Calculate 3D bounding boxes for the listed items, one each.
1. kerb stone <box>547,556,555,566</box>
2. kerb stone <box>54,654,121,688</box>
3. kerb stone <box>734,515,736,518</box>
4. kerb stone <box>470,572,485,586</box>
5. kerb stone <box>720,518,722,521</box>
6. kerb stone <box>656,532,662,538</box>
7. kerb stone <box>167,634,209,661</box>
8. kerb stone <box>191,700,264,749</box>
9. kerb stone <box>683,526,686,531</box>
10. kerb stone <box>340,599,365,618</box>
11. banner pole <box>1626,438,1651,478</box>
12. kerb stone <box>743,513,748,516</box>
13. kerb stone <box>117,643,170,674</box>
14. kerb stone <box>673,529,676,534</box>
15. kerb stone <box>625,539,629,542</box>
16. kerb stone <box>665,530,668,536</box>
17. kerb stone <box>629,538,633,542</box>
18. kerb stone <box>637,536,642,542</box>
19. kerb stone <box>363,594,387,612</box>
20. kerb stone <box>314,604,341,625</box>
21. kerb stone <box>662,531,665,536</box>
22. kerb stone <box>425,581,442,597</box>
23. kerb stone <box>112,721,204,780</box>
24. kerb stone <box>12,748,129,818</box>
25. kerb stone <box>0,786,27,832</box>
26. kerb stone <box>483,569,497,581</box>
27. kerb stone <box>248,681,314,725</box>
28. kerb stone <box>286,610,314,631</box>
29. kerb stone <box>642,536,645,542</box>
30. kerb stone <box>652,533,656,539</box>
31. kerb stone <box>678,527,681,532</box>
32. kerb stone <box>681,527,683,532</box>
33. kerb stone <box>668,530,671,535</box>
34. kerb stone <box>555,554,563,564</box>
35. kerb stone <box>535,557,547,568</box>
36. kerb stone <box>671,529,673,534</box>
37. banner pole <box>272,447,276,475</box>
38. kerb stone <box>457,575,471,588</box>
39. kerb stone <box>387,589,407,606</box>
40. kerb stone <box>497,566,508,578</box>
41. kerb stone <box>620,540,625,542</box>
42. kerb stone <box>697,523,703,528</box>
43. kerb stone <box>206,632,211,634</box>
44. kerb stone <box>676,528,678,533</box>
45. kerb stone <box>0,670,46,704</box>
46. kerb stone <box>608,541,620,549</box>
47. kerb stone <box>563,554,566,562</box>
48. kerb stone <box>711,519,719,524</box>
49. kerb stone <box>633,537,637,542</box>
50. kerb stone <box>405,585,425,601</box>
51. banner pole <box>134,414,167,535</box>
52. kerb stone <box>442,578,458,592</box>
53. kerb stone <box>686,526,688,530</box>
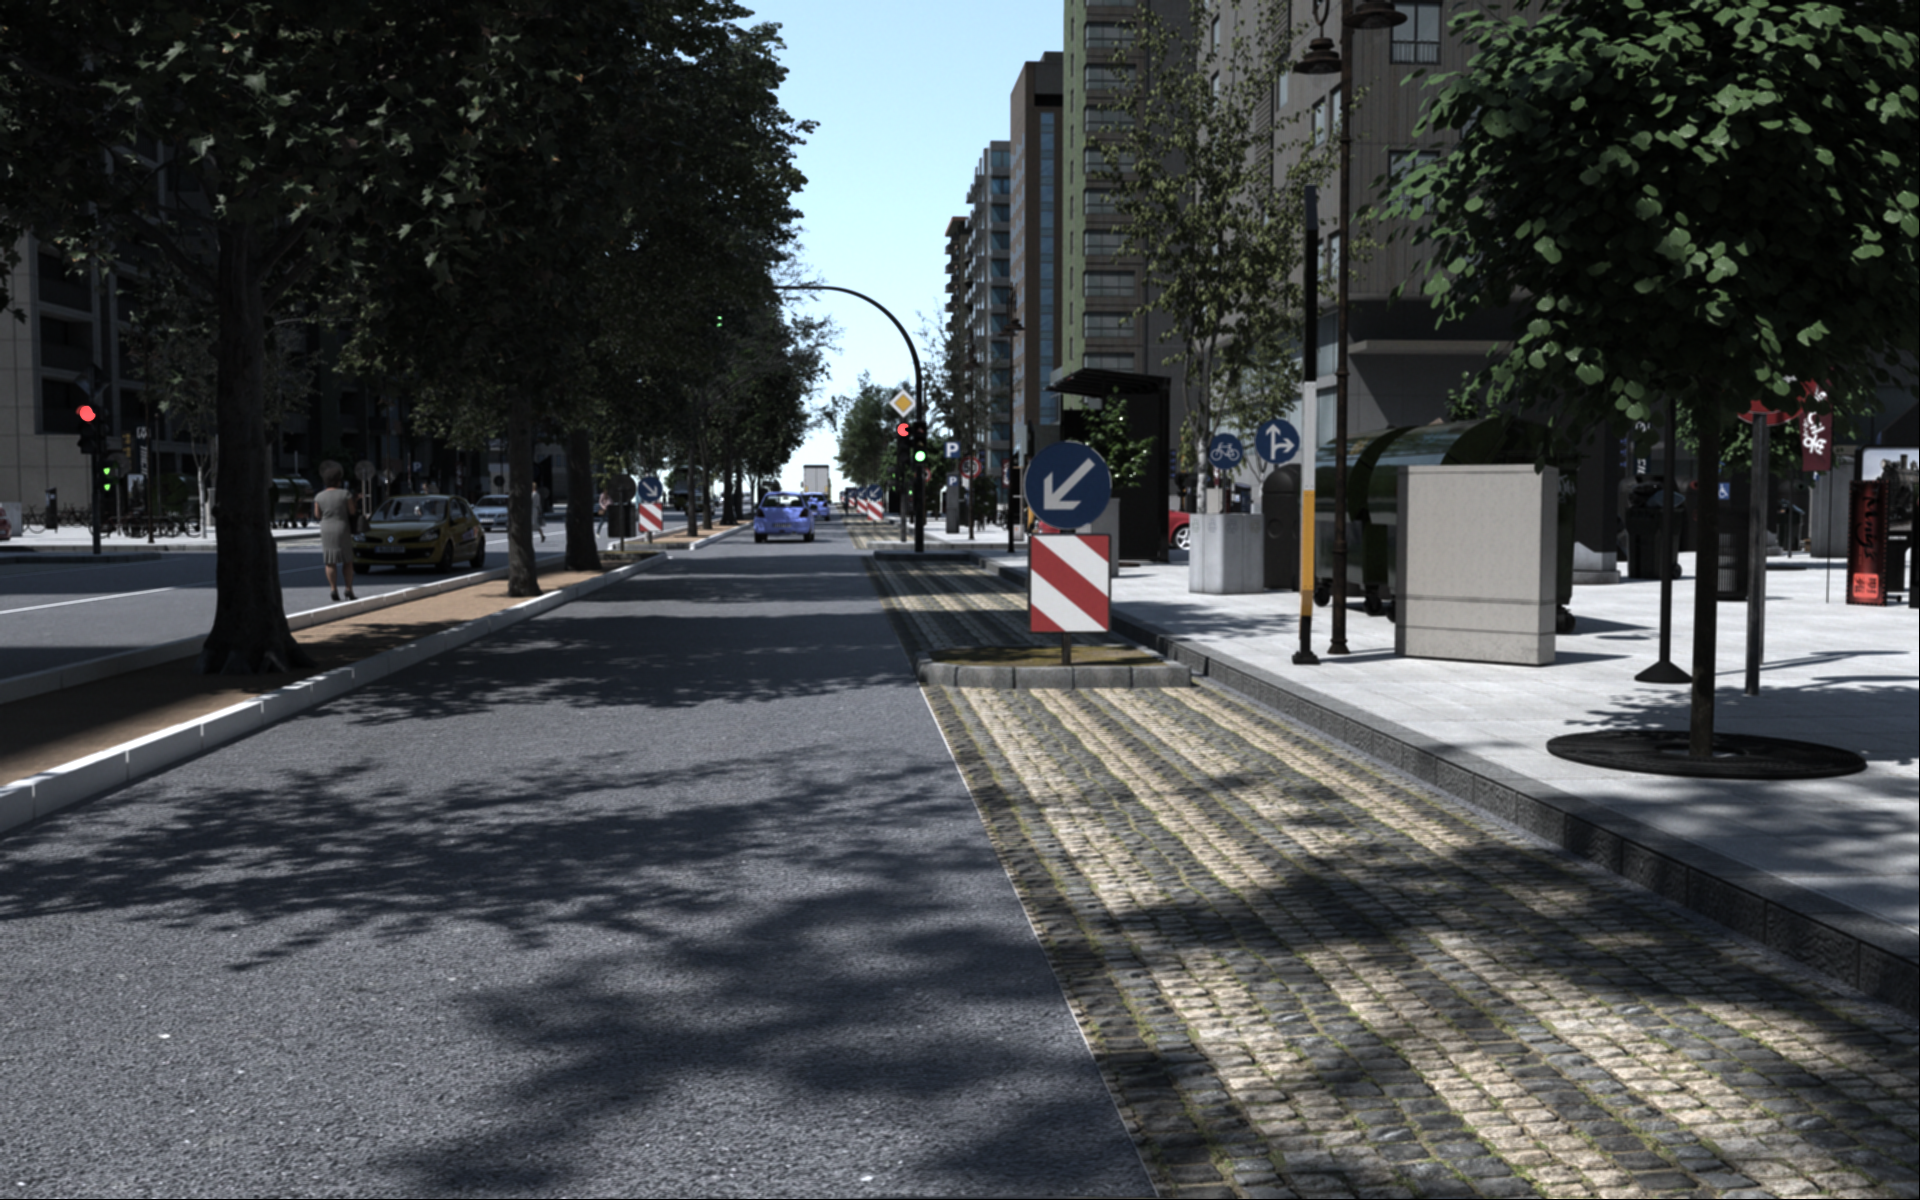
[{"bbox_3d":[-8.279,-0.759,34.608,0.120,0.150,1.000,0,4,-4],"label":"kerb stone"},{"bbox_3d":[-6.662,0.552,13.164,0.120,0.150,1.000,0,4,-4],"label":"kerb stone"},{"bbox_3d":[-13.690,-5.167,106.700,0.120,0.150,1.000,0,4,-4],"label":"kerb stone"},{"bbox_3d":[-7.736,-0.322,27.465,0.120,0.150,1.000,0,4,-4],"label":"kerb stone"},{"bbox_3d":[-12.232,-3.979,87.259,0.120,0.150,1.000,0,4,-4],"label":"kerb stone"},{"bbox_3d":[-9.935,-2.102,56.562,0.120,0.150,1.000,0,4,-4],"label":"kerb stone"},{"bbox_3d":[-6.829,0.432,15.202,0.120,0.150,1.000,0,4,-4],"label":"kerb stone"},{"bbox_3d":[-4.337,0.738,10.197,0.120,0.150,1.000,0,4,-4],"label":"kerb stone"},{"bbox_3d":[-10.619,-2.664,65.755,0.120,0.150,1.000,0,4,-4],"label":"kerb stone"},{"bbox_3d":[-7.204,0.115,20.312,0.120,0.150,1.000,0,4,-4],"label":"kerb stone"},{"bbox_3d":[19.308,-3.638,49.490,0.863,3.779,0.401,1,4,21],"label":"banner pole"},{"bbox_3d":[-14.528,-5.857,117.950,0.120,0.150,1.000,0,4,-4],"label":"kerb stone"},{"bbox_3d":[-6.742,0.490,14.183,0.120,0.150,1.000,0,4,-4],"label":"kerb stone"},{"bbox_3d":[-10.312,-2.408,61.673,0.120,0.150,1.000,0,4,-4],"label":"kerb stone"},{"bbox_3d":[-9.231,-1.539,47.366,0.120,0.150,1.000,0,4,-4],"label":"kerb stone"},{"bbox_3d":[-10.081,-2.227,58.607,0.120,0.150,1.000,0,4,-4],"label":"kerb stone"},{"bbox_3d":[-9.319,-1.602,48.387,0.120,0.150,1.000,0,4,-4],"label":"kerb stone"},{"bbox_3d":[-9.464,-1.725,50.437,0.120,0.150,1.000,0,4,-4],"label":"kerb stone"},{"bbox_3d":[-7.281,0.053,21.332,0.120,0.150,1.000,0,4,-4],"label":"kerb stone"},{"bbox_3d":[-7.123,0.178,19.289,0.120,0.150,1.000,0,4,-4],"label":"kerb stone"},{"bbox_3d":[-10.002,-2.162,57.583,0.120,0.150,1.000,0,4,-4],"label":"kerb stone"},{"bbox_3d":[-7.510,-0.133,24.403,0.120,0.150,1.000,0,4,-4],"label":"kerb stone"},{"bbox_3d":[-4.261,0.797,9.170,0.120,0.150,1.000,0,4,-4],"label":"kerb stone"},{"bbox_3d":[-4.186,0.859,8.147,0.120,0.150,1.000,0,4,-4],"label":"kerb stone"},{"bbox_3d":[-4.107,0.922,7.128,0.120,0.150,1.000,0,4,-4],"label":"kerb stone"},{"bbox_3d":[-7.821,-0.385,28.484,0.120,0.150,1.000,0,4,-4],"label":"kerb stone"},{"bbox_3d":[-4.414,0.671,11.221,0.120,0.150,1.000,0,4,-4],"label":"kerb stone"},{"bbox_3d":[-7.049,0.240,18.269,0.120,0.150,1.000,0,4,-4],"label":"kerb stone"},{"bbox_3d":[-9.537,-1.788,51.459,0.120,0.150,1.000,0,4,-4],"label":"kerb stone"},{"bbox_3d":[-9.774,-1.974,54.520,0.120,0.150,1.000,0,4,-4],"label":"kerb stone"},{"bbox_3d":[-10.456,-2.539,63.711,0.120,0.150,1.000,0,4,-4],"label":"kerb stone"},{"bbox_3d":[-10.541,-2.601,64.729,0.120,0.150,1.000,0,4,-4],"label":"kerb stone"},{"bbox_3d":[-10.156,-2.289,59.626,0.120,0.150,1.000,0,4,-4],"label":"kerb stone"},{"bbox_3d":[-8.352,-0.820,35.628,0.120,0.150,1.000,0,4,-4],"label":"kerb stone"},{"bbox_3d":[-8.193,-0.697,33.587,0.120,0.150,1.000,0,4,-4],"label":"kerb stone"},{"bbox_3d":[-10.231,-2.352,60.653,0.120,0.150,1.000,0,4,-4],"label":"kerb stone"},{"bbox_3d":[-36.722,-6.288,92.829,0.401,3.779,0.863,-2,4,-29],"label":"banner pole"},{"bbox_3d":[-7.668,-0.259,26.443,0.120,0.150,1.000,0,4,-4],"label":"kerb stone"},{"bbox_3d":[-7.359,-0.001,22.360,0.120,0.150,1.000,0,4,-4],"label":"kerb stone"},{"bbox_3d":[-7.898,-0.446,29.504,0.120,0.150,1.000,0,4,-4],"label":"kerb stone"},{"bbox_3d":[-9.158,-1.477,46.347,0.120,0.150,1.000,0,4,-4],"label":"kerb stone"},{"bbox_3d":[-11.386,-3.290,76.003,0.120,0.150,1.000,0,4,-4],"label":"kerb stone"},{"bbox_3d":[-6.900,0.365,16.222,0.120,0.150,1.000,0,4,-4],"label":"kerb stone"},{"bbox_3d":[-10.387,-2.477,62.691,0.120,0.150,1.000,0,4,-4],"label":"kerb stone"},{"bbox_3d":[-6.590,0.618,12.138,0.120,0.150,1.000,0,4,-4],"label":"kerb stone"},{"bbox_3d":[-9.084,-1.415,45.327,0.120,0.150,1.000,0,4,-4],"label":"kerb stone"},{"bbox_3d":[-8.433,-0.883,36.654,0.120,0.150,1.000,0,4,-4],"label":"kerb stone"},{"bbox_3d":[-12.083,-3.852,85.221,0.120,0.150,1.000,0,4,-4],"label":"kerb stone"},{"bbox_3d":[-9.393,-1.658,49.418,0.120,0.150,1.000,0,4,-4],"label":"kerb stone"},{"bbox_3d":[-7.432,-0.072,23.383,0.120,0.150,1.000,0,4,-4],"label":"kerb stone"},{"bbox_3d":[-25.205,-3.909,53.928,0.863,3.779,0.401,-1,4,-19],"label":"banner pole"},{"bbox_3d":[-7.582,-0.197,25.422,0.120,0.150,1.000,0,4,-4],"label":"kerb stone"},{"bbox_3d":[-10.697,-2.727,66.774,0.120,0.150,1.000,0,4,-4],"label":"kerb stone"}]
